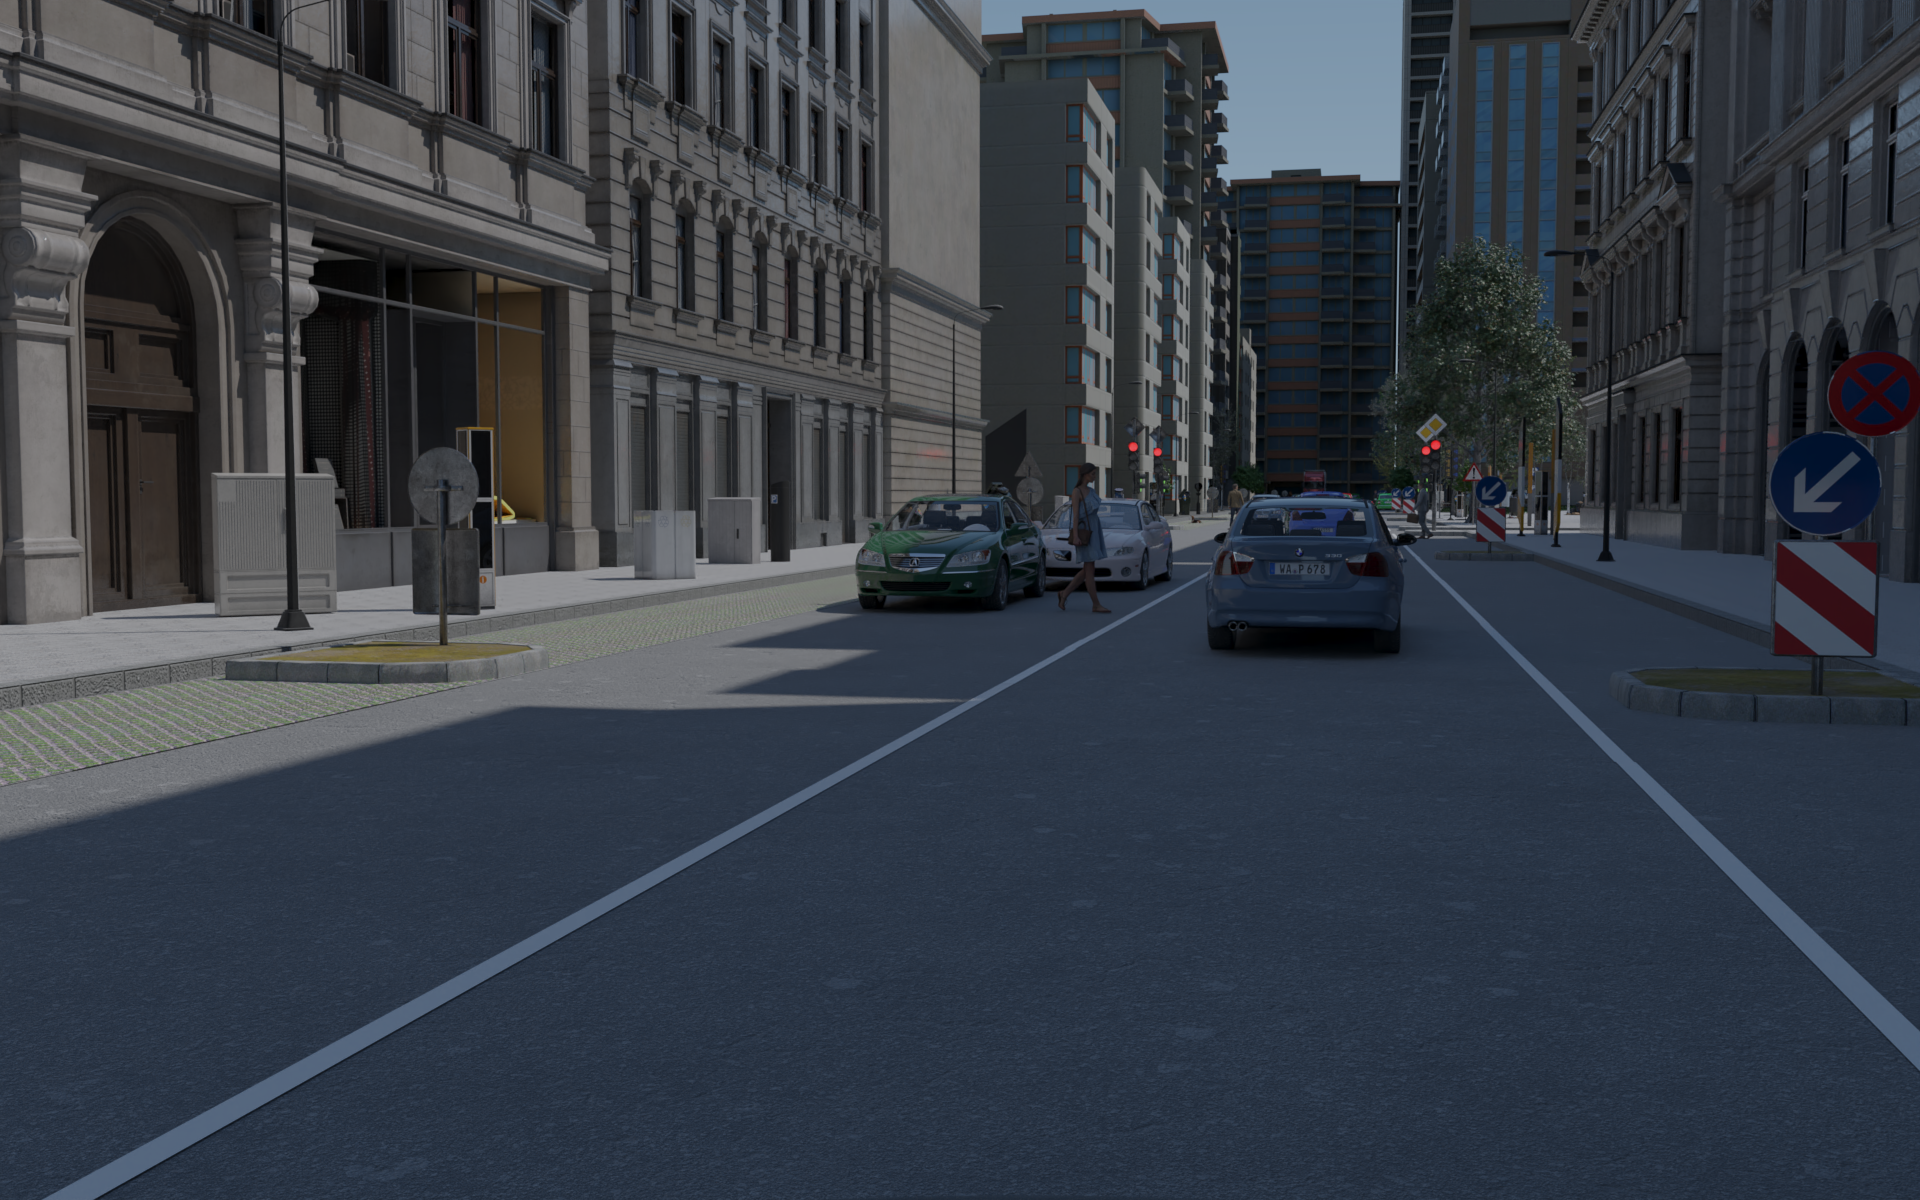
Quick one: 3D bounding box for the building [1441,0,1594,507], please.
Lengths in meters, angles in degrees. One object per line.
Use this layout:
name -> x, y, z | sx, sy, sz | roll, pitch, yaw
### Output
building -> 49.848, -30.621, 150.760 | 14.600, 45.320, 14.200 | 1, 4, 13

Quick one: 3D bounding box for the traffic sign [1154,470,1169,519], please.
traffic sign -> 10.451, -5.493, 89.923 | 0.768, 2.556, 0.104 | 1, 4, 20

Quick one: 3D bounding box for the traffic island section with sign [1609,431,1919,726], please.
traffic island section with sign -> 5.534, -0.191, 11.743 | 1.989, 1.847, 2.006 | 1, 4, 13

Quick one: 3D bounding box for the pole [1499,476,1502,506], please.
pole -> 39.015, -8.023, 125.018 | 0.158, 3.312, 0.155 | 0, 3, 0

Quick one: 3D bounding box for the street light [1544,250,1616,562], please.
street light -> 11.793, -3.697, 32.987 | 1.470, 5.913, 1.316 | 1, 4, 13

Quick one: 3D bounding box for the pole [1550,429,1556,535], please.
pole -> 18.667, -3.703, 54.391 | 0.158, 3.312, 0.155 | 0, 3, 0

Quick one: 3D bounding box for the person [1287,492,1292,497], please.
person -> 41.236, -12.667, 216.432 | 1.217, 1.723, 0.721 | -2, 4, -24

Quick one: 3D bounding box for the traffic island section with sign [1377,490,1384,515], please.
traffic island section with sign -> 29.897, -6.765, 119.227 | 1.989, 1.847, 2.006 | 1, 4, 13

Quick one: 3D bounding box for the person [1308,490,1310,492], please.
person -> 36.531, -10.547, 181.084 | 0.705, 1.807, 1.348 | 0, 4, 2

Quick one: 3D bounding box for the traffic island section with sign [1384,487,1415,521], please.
traffic island section with sign -> 23.877, -5.141, 92.680 | 1.989, 1.847, 2.006 | 1, 4, 13

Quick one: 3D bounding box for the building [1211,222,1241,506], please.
building -> 21.848, -25.081, 181.775 | 14.160, 30.474, 14.107 | 1, 4, 13

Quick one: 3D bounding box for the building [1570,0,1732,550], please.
building -> 23.058, -11.140, 46.765 | 10.561, 19.102, 19.286 | 1, 4, 13

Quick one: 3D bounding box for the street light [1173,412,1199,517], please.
street light -> 12.799, -7.683, 98.160 | 1.470, 5.913, 1.316 | 1, 4, 13

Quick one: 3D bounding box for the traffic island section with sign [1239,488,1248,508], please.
traffic island section with sign -> 19.830, -6.876, 121.043 | 1.989, 1.847, 2.006 | 1, 4, 13

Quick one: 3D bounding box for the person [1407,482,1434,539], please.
person -> 14.764, -2.863, 55.423 | 0.853, 1.813, 0.709 | 2, 4, 26

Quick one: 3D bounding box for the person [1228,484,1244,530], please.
person -> 11.133, -3.751, 69.735 | 0.656, 1.842, 0.836 | -2, 4, -33

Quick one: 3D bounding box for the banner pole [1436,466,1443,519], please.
banner pole -> 25.140, -6.156, 90.663 | 0.401, 3.779, 0.863 | 1, 4, 17

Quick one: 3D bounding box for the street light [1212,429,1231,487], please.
street light -> 18.773, -9.306, 124.699 | 1.470, 5.913, 1.316 | 1, 4, 13

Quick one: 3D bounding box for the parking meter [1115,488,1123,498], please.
parking meter -> 6.732, -3.971, 73.341 | 0.372, 1.533, 0.369 | 0, 3, 0

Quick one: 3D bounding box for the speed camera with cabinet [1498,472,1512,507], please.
speed camera with cabinet -> 41.158, -8.352, 130.896 | 0.660, 3.252, 2.038 | -1, 4, -9

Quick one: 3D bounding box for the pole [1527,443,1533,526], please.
pole -> 22.678, -4.590, 68.889 | 0.158, 3.312, 0.155 | 0, 3, 0

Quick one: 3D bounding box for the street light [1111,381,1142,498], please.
street light -> 6.823, -6.060, 71.621 | 1.470, 5.913, 1.316 | 1, 4, 13

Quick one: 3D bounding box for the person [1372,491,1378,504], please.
person -> 37.622, -9.053, 157.073 | 0.434, 1.755, 0.990 | 2, 4, 29

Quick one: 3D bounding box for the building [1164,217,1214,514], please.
building -> 3.234, -17.138, 125.252 | 27.650, 21.520, 28.899 | 1, 4, 13

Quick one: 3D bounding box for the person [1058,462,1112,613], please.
person -> 1.476, -0.753, 20.901 | 0.778, 1.811, 0.616 | 3, 4, 36

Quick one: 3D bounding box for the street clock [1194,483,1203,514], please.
street clock -> 14.991, -6.381, 108.903 | 0.471, 2.002, 0.358 | -1, 4, -22

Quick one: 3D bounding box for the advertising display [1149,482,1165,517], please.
advertising display -> 10.643, -5.401, 93.525 | 0.974, 1.923, 0.123 | 3, 5, 43

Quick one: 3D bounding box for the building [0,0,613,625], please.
building -> -14.855, -9.766, 10.579 | 10.553, 20.767, 40.483 | 1, 4, 13

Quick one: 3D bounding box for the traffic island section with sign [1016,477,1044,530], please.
traffic island section with sign -> 1.605, -1.959, 40.651 | 1.989, 1.847, 2.006 | 1, 4, 13

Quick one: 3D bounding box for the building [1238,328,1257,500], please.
building -> 19.865, -22.095, 206.300 | 28.899, 21.520, 27.650 | 1, 4, 13

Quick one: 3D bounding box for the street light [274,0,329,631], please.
street light -> -5.768, -2.662, 16.057 | 1.470, 5.913, 1.316 | 1, 4, 13

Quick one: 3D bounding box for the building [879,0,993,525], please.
building -> -16.868, -14.572, 57.344 | 34.723, 24.649, 14.460 | 1, 4, 13

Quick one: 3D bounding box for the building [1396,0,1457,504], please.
building -> 69.388, -48.508, 231.359 | 20.611, 71.187, 20.563 | 1, 4, 13

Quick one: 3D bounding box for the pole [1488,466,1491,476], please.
pole -> 37.489, -7.879, 122.662 | 0.158, 3.312, 0.155 | 0, 3, 0

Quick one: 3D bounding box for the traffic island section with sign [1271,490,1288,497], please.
traffic island section with sign -> 30.880, -9.854, 169.732 | 1.989, 1.847, 2.006 | 1, 4, 13

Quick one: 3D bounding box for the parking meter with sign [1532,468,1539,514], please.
parking meter with sign -> 37.353, -7.128, 112.810 | 0.543, 3.016, 1.738 | 1, 4, 20

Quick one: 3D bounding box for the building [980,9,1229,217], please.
building -> 13.238, -30.989, 161.293 | 22.147, 44.769, 28.867 | 1, 4, 13

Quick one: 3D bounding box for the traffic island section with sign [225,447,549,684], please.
traffic island section with sign -> -4.446, -0.326, 13.956 | 1.989, 1.847, 2.006 | 1, 4, 13

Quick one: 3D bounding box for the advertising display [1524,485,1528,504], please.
advertising display -> 40.153, -7.127, 121.742 | 0.974, 1.923, 0.123 | 2, 4, 35

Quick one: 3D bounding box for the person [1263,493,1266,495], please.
person -> 39.555, -13.208, 225.126 | 0.621, 1.740, 0.551 | -3, 5, -39

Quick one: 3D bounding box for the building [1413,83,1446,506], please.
building -> 63.345, -35.085, 197.343 | 21.300, 48.544, 21.600 | 1, 4, 13

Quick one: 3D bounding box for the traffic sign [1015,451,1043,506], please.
traffic sign -> 2.056, -3.188, 52.124 | 0.884, 2.594, 0.081 | 1, 4, 19

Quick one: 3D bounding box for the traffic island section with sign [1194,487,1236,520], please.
traffic island section with sign -> 13.836, -5.257, 94.583 | 1.989, 1.847, 2.006 | 1, 4, 13

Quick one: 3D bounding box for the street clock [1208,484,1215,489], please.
street clock -> 18.992, -7.721, 130.815 | 0.471, 2.002, 0.358 | 0, 3, 0

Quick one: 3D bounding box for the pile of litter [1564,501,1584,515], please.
pile of litter -> 37.556, -5.570, 105.029 | 1.719, 0.858, 1.176 | 3, 5, 41

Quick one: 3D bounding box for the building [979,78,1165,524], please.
building -> -5.004, -14.943, 89.352 | 27.650, 21.520, 28.899 | 1, 4, 13

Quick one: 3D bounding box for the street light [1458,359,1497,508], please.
street light -> 17.843, -5.327, 59.641 | 1.470, 5.913, 1.316 | 1, 4, 13

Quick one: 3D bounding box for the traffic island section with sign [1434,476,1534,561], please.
traffic island section with sign -> 11.483, -1.799, 38.036 | 1.989, 1.847, 2.006 | 1, 4, 13

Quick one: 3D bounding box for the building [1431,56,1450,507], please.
building -> 58.826, -33.767, 171.702 | 23.786, 49.044, 30.456 | 1, 4, 13

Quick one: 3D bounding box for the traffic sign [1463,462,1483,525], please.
traffic sign -> 21.051, -4.341, 70.986 | 0.884, 2.594, 0.081 | 1, 4, 18

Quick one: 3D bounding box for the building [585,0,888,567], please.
building -> -8.599, -11.635, 39.390 | 9.793, 20.994, 18.267 | 1, 4, 13

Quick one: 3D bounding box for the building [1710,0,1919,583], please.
building -> 19.716, -11.184, 24.663 | 13.314, 21.916, 24.055 | 1, 4, 13

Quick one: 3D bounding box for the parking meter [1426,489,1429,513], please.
parking meter -> 32.414, -7.029, 120.627 | 0.399, 1.863, 0.255 | 2, 4, 33

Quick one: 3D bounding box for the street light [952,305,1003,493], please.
street light -> 0.373, -4.298, 42.815 | 1.470, 5.913, 1.316 | 1, 4, 13

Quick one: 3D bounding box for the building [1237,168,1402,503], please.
building -> 44.980, -35.582, 236.385 | 28.867, 44.769, 22.147 | 1, 4, 13

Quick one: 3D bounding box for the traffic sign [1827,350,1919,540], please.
traffic sign -> 8.134, -0.939, 15.461 | 0.768, 2.556, 0.104 | 1, 4, 19
